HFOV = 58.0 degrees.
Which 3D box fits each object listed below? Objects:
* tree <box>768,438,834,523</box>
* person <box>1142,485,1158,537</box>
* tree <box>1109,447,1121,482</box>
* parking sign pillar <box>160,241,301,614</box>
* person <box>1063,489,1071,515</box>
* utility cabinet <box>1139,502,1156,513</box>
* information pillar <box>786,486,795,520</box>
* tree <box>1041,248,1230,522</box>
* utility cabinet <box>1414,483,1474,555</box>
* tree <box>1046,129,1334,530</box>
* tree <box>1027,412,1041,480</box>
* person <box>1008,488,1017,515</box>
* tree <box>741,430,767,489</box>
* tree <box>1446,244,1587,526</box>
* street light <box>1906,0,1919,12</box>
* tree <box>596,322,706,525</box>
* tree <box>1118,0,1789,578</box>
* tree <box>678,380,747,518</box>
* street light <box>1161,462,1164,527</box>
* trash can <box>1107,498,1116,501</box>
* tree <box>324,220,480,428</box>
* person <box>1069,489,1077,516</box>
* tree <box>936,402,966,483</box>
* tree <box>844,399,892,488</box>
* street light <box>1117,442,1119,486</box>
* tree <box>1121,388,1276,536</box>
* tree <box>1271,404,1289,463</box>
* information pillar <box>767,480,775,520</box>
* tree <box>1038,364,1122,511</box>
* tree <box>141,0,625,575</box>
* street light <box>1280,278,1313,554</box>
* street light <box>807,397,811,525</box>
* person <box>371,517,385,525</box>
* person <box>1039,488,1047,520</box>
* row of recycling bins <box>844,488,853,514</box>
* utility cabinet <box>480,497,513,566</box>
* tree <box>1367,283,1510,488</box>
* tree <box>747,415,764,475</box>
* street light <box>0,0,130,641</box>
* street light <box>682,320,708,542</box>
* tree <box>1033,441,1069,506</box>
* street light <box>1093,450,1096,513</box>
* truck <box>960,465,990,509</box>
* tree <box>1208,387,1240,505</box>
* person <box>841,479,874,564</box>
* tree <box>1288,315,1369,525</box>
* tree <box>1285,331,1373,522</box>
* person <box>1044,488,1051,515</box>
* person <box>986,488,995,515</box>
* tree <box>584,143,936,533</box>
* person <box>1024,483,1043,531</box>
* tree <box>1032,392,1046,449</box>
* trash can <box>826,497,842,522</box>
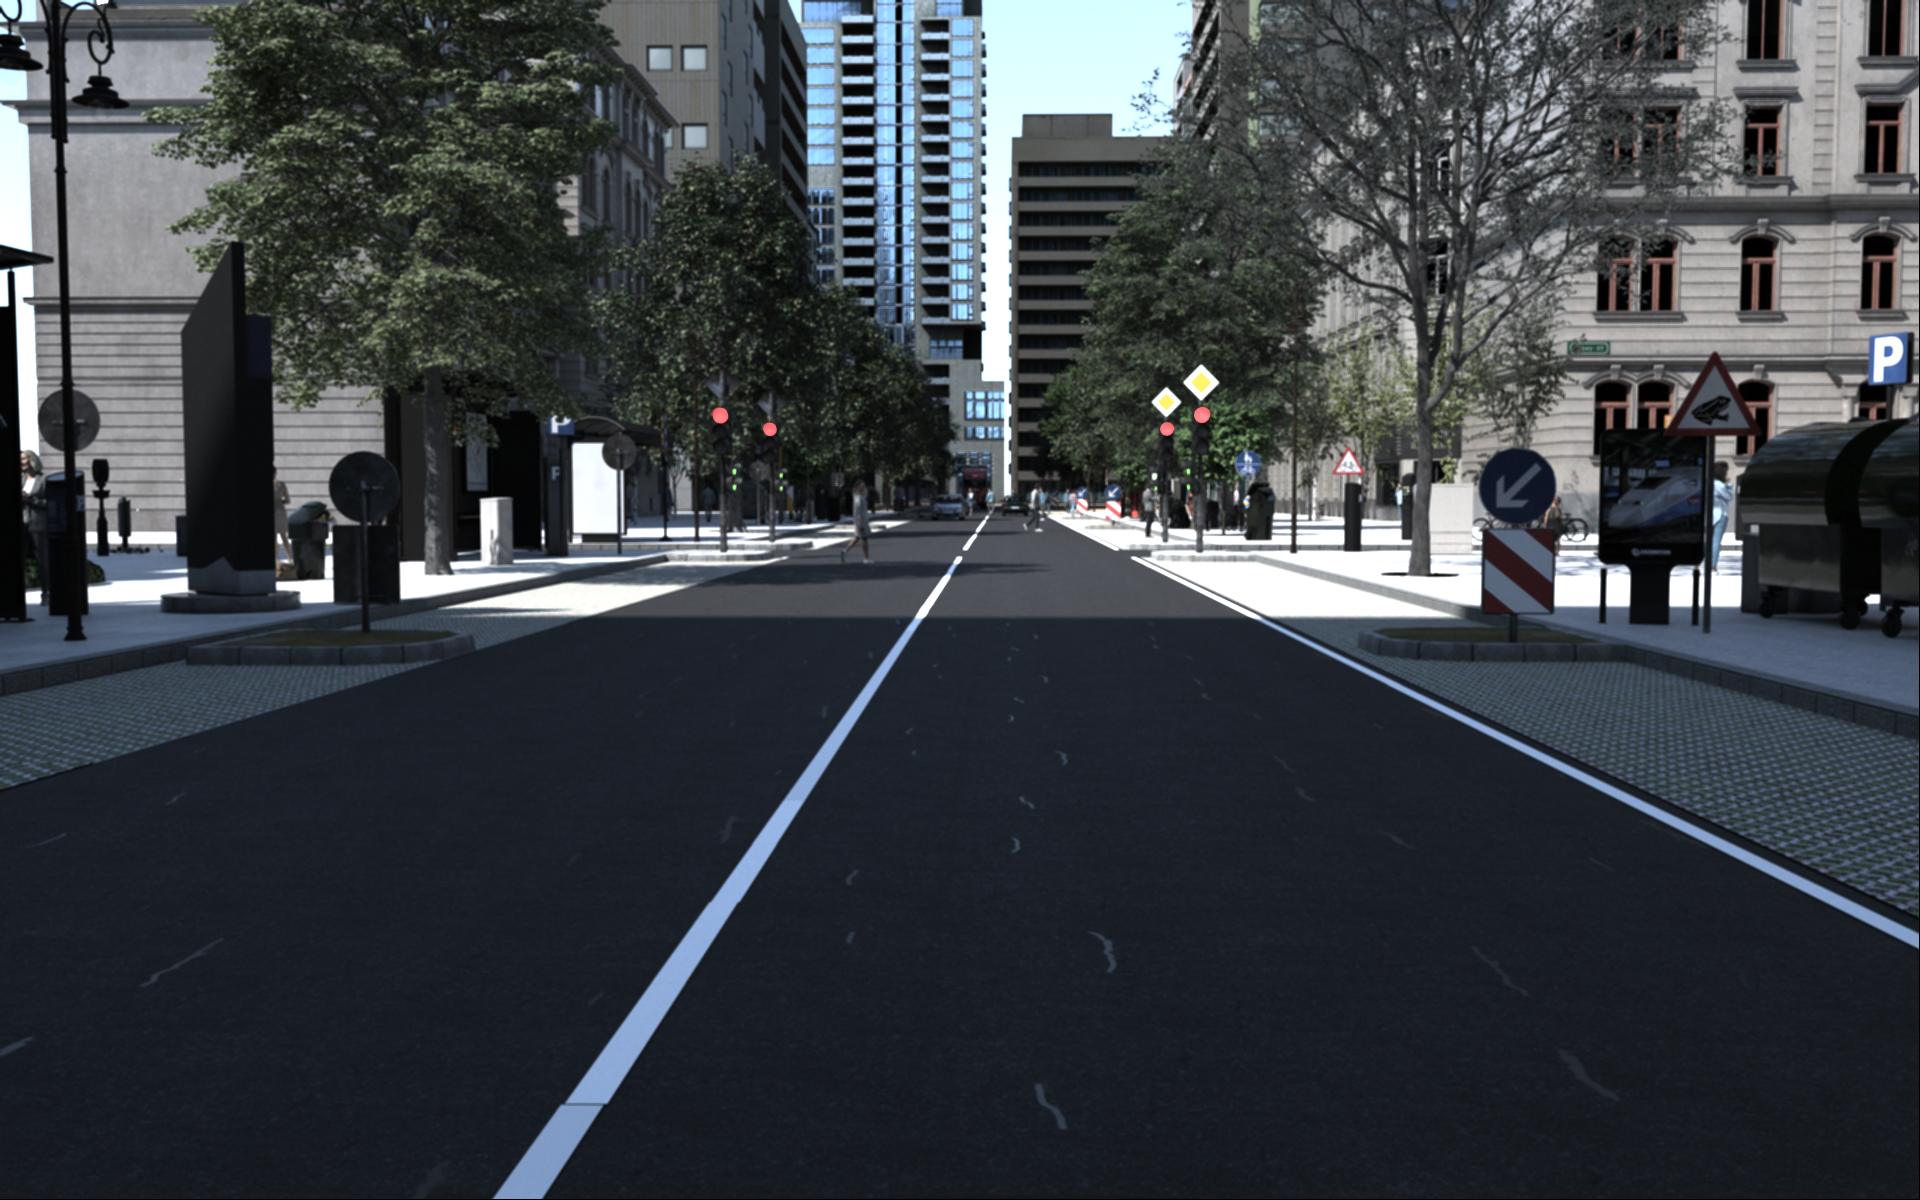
[{"bbox_3d":[-7.187,-5.750,77.723,4.285,4.588,4.351,0,3,0],"label":"tree"},{"bbox_3d":[6.254,-2.953,56.967,0.473,1.802,0.592,0,4,0],"label":"person"},{"bbox_3d":[9.228,-6.347,87.490,4.285,4.588,4.351,0,3,0],"label":"tree"},{"bbox_3d":[-8.091,-1.875,19.129,1.447,3.967,1.447,3,5,42],"label":"parking sign pillar"},{"bbox_3d":[7.326,-6.657,117.689,0.601,1.785,0.444,0,4,4],"label":"person"},{"bbox_3d":[11.951,-6.263,111.080,1.173,1.500,0.318,-1,4,-8],"label":"utility cabinet"},{"bbox_3d":[-8.408,-5.764,85.595,0.183,3.616,0.504,2,4,33],"label":"information pillar"},{"bbox_3d":[8.800,-9.902,78.902,9.611,12.733,9.660,0,3,0],"label":"tree"},{"bbox_3d":[10.110,-1.686,36.245,1.173,1.500,0.318,0,4,4],"label":"utility cabinet"},{"bbox_3d":[8.706,-9.493,61.861,9.857,13.997,8.962,0,3,0],"label":"tree"},{"bbox_3d":[11.096,-15.406,168.892,9.611,12.733,9.660,0,3,0],"label":"tree"},{"bbox_3d":[3.615,-6.747,118.585,0.659,1.850,0.755,-3,5,-39],"label":"person"},{"bbox_3d":[-13.389,-9.789,110.413,4.360,8.622,3.978,0,3,0],"label":"tree"},{"bbox_3d":[16.658,-6.195,51.654,4.360,8.622,3.978,0,3,0],"label":"tree"},{"bbox_3d":[6.650,-2.362,11.403,0.468,5.910,1.993,0,4,1],"label":"street light"},{"bbox_3d":[-13.175,-7.388,71.153,4.360,8.622,3.978,0,3,0],"label":"tree"},{"bbox_3d":[7.316,-7.109,26.599,12.009,13.543,11.850,0,3,0],"label":"tree"},{"bbox_3d":[-14.162,-8.690,92.449,4.737,8.622,4.395,0,3,0],"label":"tree"},{"bbox_3d":[8.019,-5.848,68.398,0.468,5.910,1.993,0,4,1],"label":"street light"},{"bbox_3d":[8.691,-5.324,98.706,0.748,1.137,0.748,0,3,0],"label":"trash can"},{"bbox_3d":[-15.314,-5.949,47.628,4.737,8.622,4.395,0,3,0],"label":"tree"},{"bbox_3d":[7.113,-6.107,109.189,0.643,1.720,0.563,-3,5,-40],"label":"person"},{"bbox_3d":[-5.463,-12.879,127.583,9.611,12.733,9.660,0,3,0],"label":"tree"},{"bbox_3d":[-6.475,-10.002,113.887,4.360,8.622,3.978,0,3,0],"label":"tree"},{"bbox_3d":[8.630,-7.446,94.524,0.468,5.910,1.993,0,4,1],"label":"street light"},{"bbox_3d":[8.110,-4.263,53.422,4.285,4.588,4.351,0,3,0],"label":"tree"},{"bbox_3d":[17.085,-8.262,85.447,4.737,8.622,4.395,0,3,0],"label":"tree"},{"bbox_3d":[-9.253,-4.917,84.881,0.304,2.012,0.304,-3,5,-39],"label":"information pillar"},{"bbox_3d":[9.930,-12.814,135.272,9.928,11.665,9.643,0,3,0],"label":"tree"},{"bbox_3d":[-8.555,-6.646,26.791,7.486,12.596,7.792,0,3,0],"label":"tree"},{"bbox_3d":[7.198,-3.938,37.182,0.468,5.910,1.993,0,4,1],"label":"street light"},{"bbox_3d":[-6.347,-6.100,72.521,0.468,5.910,1.993,0,4,1],"label":"street light"},{"bbox_3d":[-14.198,-2.044,42.325,0.661,1.777,0.834,1,4,12],"label":"person"},{"bbox_3d":[4.565,-5.264,94.917,0.444,1.785,0.601,1,4,16],"label":"person"},{"bbox_3d":[-6.998,-6.354,111.005,1.069,1.692,3.534,-2,4,-24],"label":"row of recycling bins"},{"bbox_3d":[-8.446,-1.246,31.541,0.306,1.237,1.020,-2,4,-33],"label":"utility cabinet"},{"bbox_3d":[16.437,-6.617,58.548,4.737,8.622,4.395,0,3,0],"label":"tree"},{"bbox_3d":[-12.565,-9.150,99.966,4.737,8.622,4.395,0,3,0],"label":"tree"},{"bbox_3d":[-7.770,-2.584,15.032,0.468,5.910,1.993,0,4,1],"label":"street light"},{"bbox_3d":[-7.029,-4.485,46.115,0.468,5.910,1.993,0,4,1],"label":"street light"},{"bbox_3d":[11.373,-15.337,185.165,8.767,10.594,7.601,2,4,33],"label":"tree"},{"bbox_3d":[9.340,-9.022,120.299,0.468,5.910,1.993,0,4,1],"label":"street light"},{"bbox_3d":[1.494,-11.142,171.079,2.839,4.237,11.283,0,4,1],"label":"truck"},{"bbox_3d":[17.545,-10.239,117.768,4.360,8.622,3.978,0,3,0],"label":"tree"},{"bbox_3d":[-2.085,-1.611,35.591,0.760,1.731,0.466,-3,5,-42],"label":"person"},{"bbox_3d":[16.595,-7.374,70.928,4.737,8.622,4.395,0,3,0],"label":"tree"},{"bbox_3d":[16.447,-7.872,79.064,4.360,8.622,3.978,0,3,0],"label":"tree"},{"bbox_3d":[5.901,-6.685,117.781,0.713,1.824,0.794,0,4,-7],"label":"person"},{"bbox_3d":[2.113,-6.821,119.891,0.638,1.841,0.748,0,4,-5],"label":"person"},{"bbox_3d":[-7.536,-8.572,57.163,9.611,12.733,9.660,0,3,0],"label":"tree"},{"bbox_3d":[2.827,-3.570,66.710,0.795,1.843,0.661,1,4,9],"label":"person"},{"bbox_3d":[11.281,-15.362,157.820,9.857,13.997,8.962,0,3,0],"label":"tree"},{"bbox_3d":[-5.885,-4.226,80.751,0.748,1.137,0.748,0,3,0],"label":"trash can"}]
